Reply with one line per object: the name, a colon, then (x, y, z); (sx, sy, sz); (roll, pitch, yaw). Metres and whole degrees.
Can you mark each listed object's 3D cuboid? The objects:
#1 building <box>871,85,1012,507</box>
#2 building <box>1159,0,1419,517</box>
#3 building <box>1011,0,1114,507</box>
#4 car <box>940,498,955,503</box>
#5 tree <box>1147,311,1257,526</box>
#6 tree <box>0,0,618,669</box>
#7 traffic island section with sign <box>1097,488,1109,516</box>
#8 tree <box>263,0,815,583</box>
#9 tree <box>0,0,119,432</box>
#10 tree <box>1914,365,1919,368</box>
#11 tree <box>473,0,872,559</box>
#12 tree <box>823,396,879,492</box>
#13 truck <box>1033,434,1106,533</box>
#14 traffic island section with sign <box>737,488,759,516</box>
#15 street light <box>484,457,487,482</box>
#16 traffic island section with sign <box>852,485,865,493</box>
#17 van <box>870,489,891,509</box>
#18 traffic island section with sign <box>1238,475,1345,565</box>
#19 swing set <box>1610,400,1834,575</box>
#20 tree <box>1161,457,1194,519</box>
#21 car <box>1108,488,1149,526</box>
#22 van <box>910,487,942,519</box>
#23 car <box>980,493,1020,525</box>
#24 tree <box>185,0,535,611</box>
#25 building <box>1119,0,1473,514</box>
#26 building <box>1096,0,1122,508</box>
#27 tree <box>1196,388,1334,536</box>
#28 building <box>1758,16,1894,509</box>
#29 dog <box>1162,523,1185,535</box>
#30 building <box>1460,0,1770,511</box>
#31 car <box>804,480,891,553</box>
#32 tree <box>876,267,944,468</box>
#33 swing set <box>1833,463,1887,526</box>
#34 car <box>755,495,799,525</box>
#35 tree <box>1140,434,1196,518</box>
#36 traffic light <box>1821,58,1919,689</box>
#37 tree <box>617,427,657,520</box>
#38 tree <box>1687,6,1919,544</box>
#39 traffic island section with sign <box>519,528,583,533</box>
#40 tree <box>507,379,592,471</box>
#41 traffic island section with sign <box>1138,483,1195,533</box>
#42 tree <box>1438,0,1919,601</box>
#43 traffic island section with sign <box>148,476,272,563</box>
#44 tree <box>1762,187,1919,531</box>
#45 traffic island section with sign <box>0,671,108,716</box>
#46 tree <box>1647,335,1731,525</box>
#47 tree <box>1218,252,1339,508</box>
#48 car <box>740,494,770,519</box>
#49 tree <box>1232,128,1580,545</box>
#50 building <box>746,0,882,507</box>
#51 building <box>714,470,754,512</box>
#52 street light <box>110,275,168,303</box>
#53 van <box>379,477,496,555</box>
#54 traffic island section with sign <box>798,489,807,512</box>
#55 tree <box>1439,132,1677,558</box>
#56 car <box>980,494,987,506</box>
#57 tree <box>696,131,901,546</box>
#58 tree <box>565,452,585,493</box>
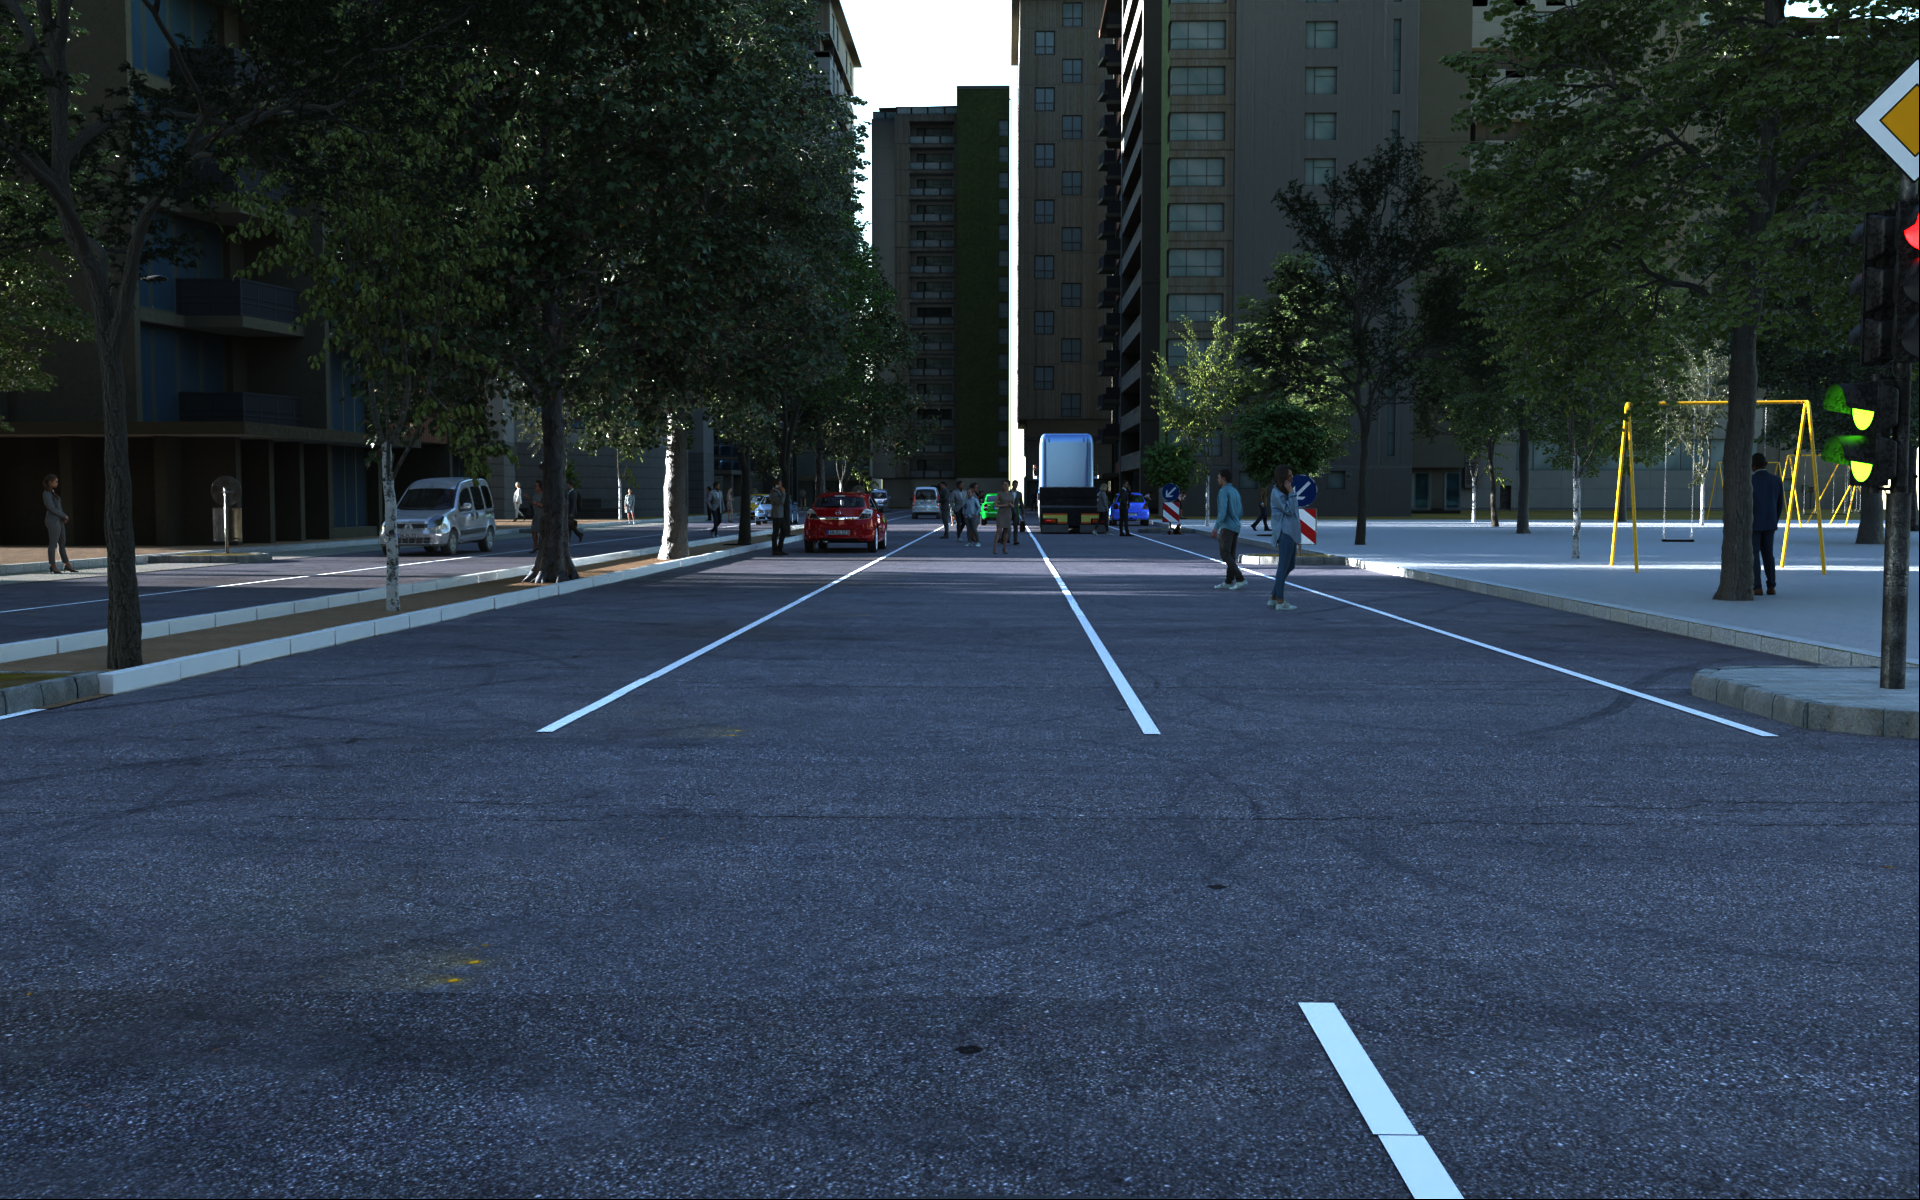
building: (-1.819, -30.194, 177.269); (14.086, 41.232, 14.154); (0, 4, 2)
building: (18.936, -25.704, 103.851); (14.154, 41.232, 14.086); (0, 4, 2)
building: (19.134, -36.296, 182.677); (27.495, 52.752, 28.713); (0, 4, 2)
car: (-1.155, -8.682, 154.530); (1.945, 1.354, 3.894); (0, 4, 0)
tree: (9.666, -7.263, 69.117); (4.737, 8.622, 4.395); (0, 3, 0)
tree: (-6.806, -4.731, 14.215); (8.767, 10.594, 7.601); (0, 4, 2)
traffic island section with sign: (8.936, -6.395, 113.189); (1.989, 1.847, 2.006); (0, 4, 2)
tree: (-6.601, -6.635, 27.955); (9.611, 12.733, 9.660); (0, 3, 0)
tree: (-18.900, -6.882, 30.654); (7.486, 12.596, 7.792); (0, 3, 0)
tree: (20.820, -5.126, 34.169); (4.360, 8.622, 3.978); (0, 3, 0)
tree: (-6.283, -7.866, 37.727); (9.857, 13.997, 8.962); (0, 3, 0)
tree: (-5.130, -7.493, 75.335); (4.737, 8.622, 4.395); (0, 3, 0)
truck: (4.491, -4.989, 71.325); (2.967, 4.110, 18.799); (0, 4, 2)
traffic island section with sign: (-13.665, -6.486, 114.667); (1.989, 1.847, 2.006); (0, 4, 2)
street light: (-16.781, -5.539, 63.109); (1.470, 5.913, 1.316); (0, 4, 2)
traffic island section with sign: (-5.140, -4.798, 86.585); (2.006, 1.907, 1.989); (0, 4, 2)
van: (-6.530, -8.122, 139.804); (2.013, 2.044, 4.112); (0, 4, 1)
traffic island section with sign: (6.856, -1.677, 36.045); (1.989, 1.847, 2.006); (0, 4, 2)
swing set: (12.603, -1.934, 29.235); (3.119, 2.851, 2.862); (1, 4, 13)
tree: (11.302, -5.784, 89.166); (1.663, 3.219, 1.824); (0, 3, 0)
car: (7.735, -4.274, 79.479); (1.945, 1.707, 3.694); (0, 4, 2)
van: (-1.915, -5.707, 100.319); (2.013, 2.044, 4.112); (0, 4, 1)
car: (1.875, -4.409, 80.879); (1.959, 1.807, 4.718); (0, 4, 2)
tree: (-6.878, -4.147, 20.619); (4.737, 8.622, 4.395); (0, 3, 0)
building: (22.716, -30.477, 121.993); (21.300, 48.544, 21.600); (0, 4, 2)
building: (23.032, -30.133, 147.295); (22.147, 44.769, 28.867); (0, 4, 2)
tree: (9.745, -4.241, 53.057); (4.285, 4.588, 4.351); (0, 3, 0)
building: (71.521, -28.674, 152.420); (14.086, 41.232, 14.154); (0, 4, 2)
dog: (7.536, -2.505, 61.145); (0.748, 0.427, 0.550); (1, 4, 19)
building: (49.952, -34.080, 146.449); (27.495, 52.752, 28.713); (0, 4, 2)
car: (-2.862, -2.134, 43.925); (2.155, 1.783, 4.494); (0, 4, 2)
tree: (-5.500, -9.082, 67.958); (9.611, 12.733, 9.660); (0, 3, 0)
swing set: (34.362, -4.339, 68.555); (3.119, 2.851, 2.862); (0, 4, 5)
car: (-8.692, -4.307, 82.421); (2.014, 1.417, 4.499); (0, 4, 0)
tree: (11.395, -6.807, 95.013); (4.285, 4.588, 4.351); (0, 3, 0)
traffic light: (6.150, -1.371, 11.342); (0.839, 4.253, 0.868); (0, 4, 2)
tree: (-16.522, -8.248, 85.214); (4.737, 8.622, 4.395); (0, 3, 0)
tree: (23.571, -8.421, 44.331); (9.857, 13.997, 8.962); (0, 3, 0)
traffic island section with sign: (-15.015, -3.379, 63.878); (1.989, 1.847, 2.006); (0, 4, 2)
tree: (-17.657, -7.673, 75.811); (4.360, 8.622, 3.978); (0, 3, 0)
traffic island section with sign: (7.603, -3.385, 63.964); (1.989, 1.847, 2.006); (0, 4, 2)
tree: (9.787, -6.258, 20.439); (7.486, 12.596, 7.792); (0, 3, 0)
traffic island section with sign: (-15.750, -1.714, 36.660); (1.989, 1.847, 2.006); (0, 4, 2)
tree: (32.985, -8.746, 60.002); (9.611, 12.733, 9.660); (0, 3, 0)
traffic island section with sign: (-7.149, -0.204, 11.473); (2.006, 1.907, 1.989); (0, 4, 2)
tree: (30.220, -7.371, 70.877); (4.360, 8.622, 3.978); (0, 3, 0)
tree: (15.911, -9.997, 81.585); (7.486, 12.596, 7.792); (0, 3, 0)
car: (-11.395, -5.403, 98.556); (2.015, 1.641, 3.980); (0, 4, 2)
tree: (10.474, -6.682, 43.660); (7.601, 10.594, 8.767); (-1, 4, -18)
building: (-23.097, -36.394, 184.284); (27.495, 52.752, 28.713); (0, 4, 2)
building: (-32.214, -26.678, 128.058); (32.217, 40.220, 23.993); (0, 4, 2)
street light: (-17.515, -3.938, 36.933); (1.470, 5.913, 1.316); (0, 4, 2)
van: (-12.574, -2.126, 41.776); (2.013, 2.044, 4.112); (0, 4, 3)
traffic island section with sign: (-12.922, -8.162, 142.081); (1.989, 1.847, 2.006); (0, 4, 2)
tree: (12.148, -5.124, 34.145); (4.737, 8.622, 4.395); (0, 3, 0)
car: (2.363, -6.786, 119.747); (1.959, 1.807, 4.718); (0, 4, 1)
tree: (-5.890, -7.312, 47.764); (9.928, 11.665, 9.643); (0, 3, 0)
tree: (-18.060, -5.212, 79.818); (1.663, 3.219, 1.824); (0, 3, 0)
